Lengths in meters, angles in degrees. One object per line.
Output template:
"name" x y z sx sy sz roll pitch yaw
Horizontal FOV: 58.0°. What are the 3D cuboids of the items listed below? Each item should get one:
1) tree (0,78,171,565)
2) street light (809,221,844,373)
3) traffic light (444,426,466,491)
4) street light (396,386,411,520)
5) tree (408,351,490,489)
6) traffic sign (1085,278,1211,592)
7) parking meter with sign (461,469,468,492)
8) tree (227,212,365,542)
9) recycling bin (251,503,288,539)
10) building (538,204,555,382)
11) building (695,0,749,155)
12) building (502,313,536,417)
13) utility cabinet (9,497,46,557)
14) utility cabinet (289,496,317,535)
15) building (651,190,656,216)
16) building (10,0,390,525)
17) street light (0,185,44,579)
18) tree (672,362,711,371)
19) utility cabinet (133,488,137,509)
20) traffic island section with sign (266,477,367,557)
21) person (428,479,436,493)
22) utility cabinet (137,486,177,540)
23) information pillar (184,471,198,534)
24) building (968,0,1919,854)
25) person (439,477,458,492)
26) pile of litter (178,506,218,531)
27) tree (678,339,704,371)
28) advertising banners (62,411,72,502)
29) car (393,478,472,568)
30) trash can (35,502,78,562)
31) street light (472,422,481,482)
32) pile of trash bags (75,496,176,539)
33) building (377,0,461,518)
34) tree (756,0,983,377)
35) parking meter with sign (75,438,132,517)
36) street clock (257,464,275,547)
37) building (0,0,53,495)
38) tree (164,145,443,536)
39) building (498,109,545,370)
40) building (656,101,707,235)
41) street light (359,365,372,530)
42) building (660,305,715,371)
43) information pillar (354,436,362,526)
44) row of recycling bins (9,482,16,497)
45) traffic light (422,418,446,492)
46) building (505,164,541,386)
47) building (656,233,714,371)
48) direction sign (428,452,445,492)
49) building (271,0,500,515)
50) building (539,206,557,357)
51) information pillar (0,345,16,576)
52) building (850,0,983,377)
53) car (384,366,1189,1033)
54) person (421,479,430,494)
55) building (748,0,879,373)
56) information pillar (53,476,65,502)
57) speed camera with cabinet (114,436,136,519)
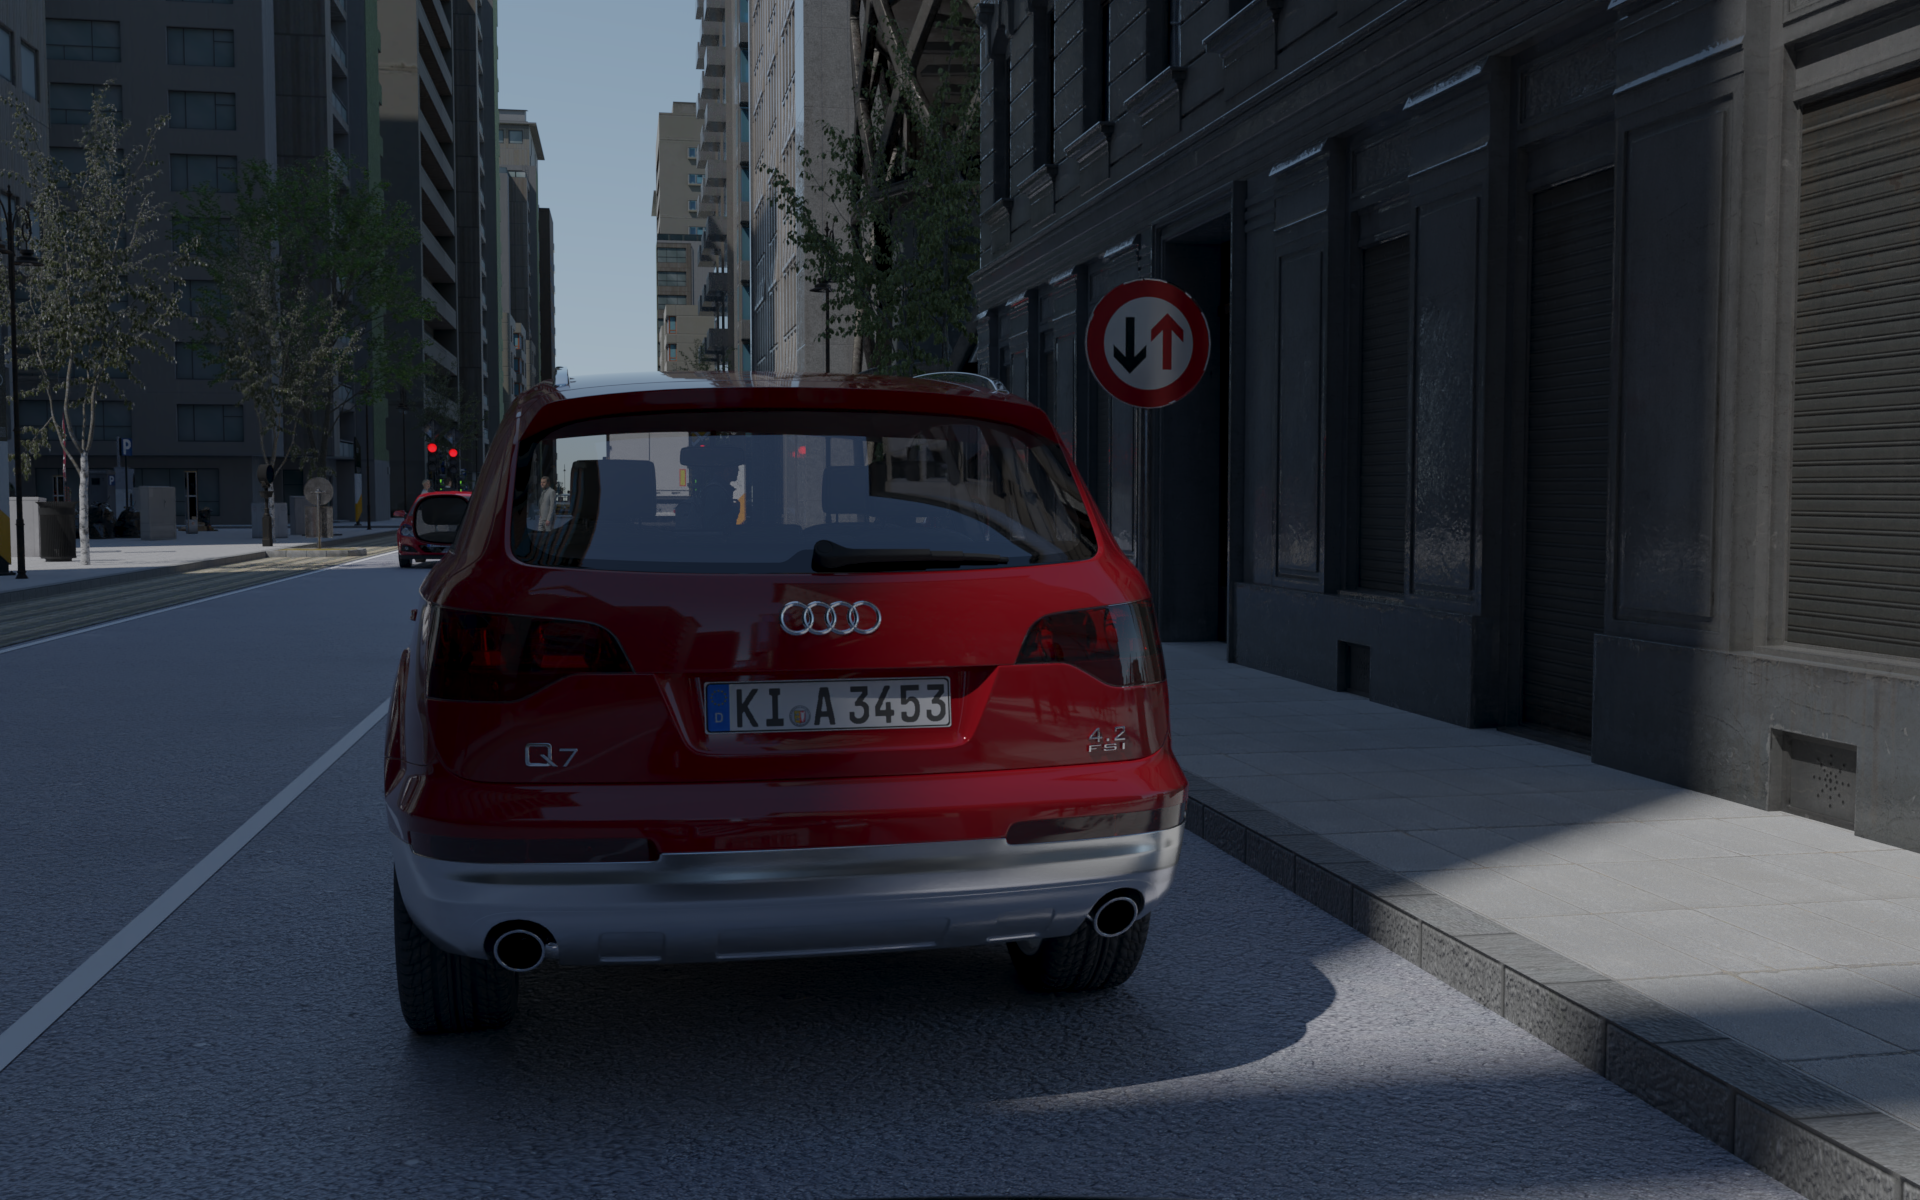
"tree" -15.871 -4.949 31.281 4.360 8.622 3.978 0 3 0
"street light" -2.252 -3.471 29.532 0.468 5.910 1.993 -1 4 -11
"traffic light" -20.982 -5.077 71.926 0.839 4.253 0.868 -1 4 -11
"street light" -23.155 -6.079 72.184 0.468 5.910 1.993 -1 4 -11
"tree" -26.509 -8.491 89.189 4.360 8.622 3.978 0 3 0
"traffic sign" 1.104 -0.625 10.320 0.768 2.556 0.104 -1 4 -10
"parking meter with sign" -33.916 -7.474 118.453 0.543 3.016 1.738 -2 4 -24
"tree" -18.092 -5.822 45.547 4.360 8.622 3.978 0 3 0
"recycling bin" -20.065 -2.311 50.334 0.722 1.027 0.722 2 4 29
"building" -68.499 -37.403 261.652 14.600 45.320 14.200 -1 4 -11
"building" -6.362 -30.468 117.763 23.786 49.044 30.456 -1 4 -11
"building" -60.582 -20.895 186.668 27.650 21.520 28.899 -1 4 -11
"utility cabinet" -19.190 -1.478 35.325 1.020 1.237 0.306 0 4 2
"utility cabinet" -20.691 -2.673 54.862 0.306 1.237 1.020 2 4 35
"building" -37.180 -43.034 292.848 28.713 52.752 27.495 -1 4 -11
"building" -33.708 -24.013 76.207 14.154 41.232 14.086 -1 4 -11
"street light" -14.211 -3.258 26.055 0.468 5.910 1.993 -1 4 -11
"tree" -14.743 -8.830 94.727 4.360 8.622 3.978 0 3 0
"utility cabinet" -27.194 -3.040 58.387 1.173 1.500 0.318 0 4 0
"traffic island section with sign" -14.808 -1.916 39.962 1.989 1.847 2.006 -1 4 -11
"person" -15.180 -2.502 49.210 0.447 1.846 0.655 1 4 9
"utility cabinet" -22.318 -2.419 48.228 0.318 1.500 1.173 1 4 10
"information pillar" -24.788 -3.140 55.838 0.304 2.012 0.304 -3 5 -41
"building" 6.472 -10.107 14.396 9.793 20.994 18.267 -1 4 -11
"person" -14.470 -2.529 49.213 0.648 1.900 0.474 -2 4 -25
"pile of litter" -26.365 -2.812 59.947 1.176 0.858 1.719 -3 5 -41
"tree" -11.730 -8.017 81.444 4.737 8.622 4.395 0 3 0
"advertising banners" -19.414 -2.536 37.656 0.090 3.025 2.074 -2 4 -24
"car" -10.328 -1.600 35.193 2.155 1.783 4.494 -1 4 -11
"trash can" -17.150 -1.301 32.925 0.748 1.137 0.748 0 3 0
"street light" -30.096 -8.259 107.829 0.468 5.910 1.993 -1 4 -11
"pile of trash bags" -24.496 -2.500 50.627 1.912 1.369 3.447 2 4 28
"building" -41.437 -29.178 100.763 21.300 48.544 21.600 -1 4 -11
"tree" -0.518 -4.601 25.591 4.737 8.622 4.395 0 3 0
"parking meter with sign" -26.810 -3.539 54.124 1.738 3.016 0.543 0 4 7
"street clock" -16.920 -2.305 42.264 0.358 2.002 0.471 0 4 2
"building" -42.056 -27.832 44.285 27.495 52.752 28.713 -1 4 -11
"tree" -19.705 -7.776 52.899 9.928 11.665 9.643 0 3 0
"building" -72.192 -39.737 238.937 28.713 52.752 27.495 -1 4 -11
"building" -26.074 -35.993 212.188 21.300 48.544 21.600 -1 4 -11
"street light" -21.204 -5.455 61.975 0.468 5.910 1.993 -1 4 -11
"building" -15.951 -20.178 174.957 27.650 21.520 28.899 -1 4 -11
"information pillar" -24.536 -4.846 70.586 0.183 3.616 0.504 0 4 4
"row of recycling bins" -26.214 -2.320 45.044 1.069 1.692 3.534 1 4 19
"traffic light" -19.460 -4.597 64.087 0.839 4.253 0.868 -1 4 -11
"building" -58.029 -32.099 208.411 14.154 41.232 14.086 -1 4 -11
"building" -26.919 -25.855 194.425 14.160 30.474 14.107 -1 4 -11
"direction sign" -28.255 -6.210 93.523 0.876 3.537 0.379 -2 4 -32
"building" -41.756 -27.215 128.563 14.154 41.232 14.086 -1 4 -11
"building" -77.510 -40.544 282.497 23.786 49.044 30.456 -1 4 -11
"information pillar" -15.101 -2.184 27.060 0.183 3.616 0.504 2 4 25
"building" 5.841 -10.472 38.665 16.820 18.784 16.811 -1 4 -11
"car" -0.851 0.145 6.307 2.281 1.827 5.304 -1 4 -13
"person" -14.840 -2.427 48.055 0.818 1.842 0.514 -2 4 -30
"building" -0.103 -14.577 56.357 12.078 24.808 19.932 -1 4 -11
"information pillar" -36.007 -3.960 69.230 0.304 2.012 0.304 2 4 34
"speed camera with cabinet" -28.412 -3.943 58.808 0.660 3.252 2.038 -1 4 -20
